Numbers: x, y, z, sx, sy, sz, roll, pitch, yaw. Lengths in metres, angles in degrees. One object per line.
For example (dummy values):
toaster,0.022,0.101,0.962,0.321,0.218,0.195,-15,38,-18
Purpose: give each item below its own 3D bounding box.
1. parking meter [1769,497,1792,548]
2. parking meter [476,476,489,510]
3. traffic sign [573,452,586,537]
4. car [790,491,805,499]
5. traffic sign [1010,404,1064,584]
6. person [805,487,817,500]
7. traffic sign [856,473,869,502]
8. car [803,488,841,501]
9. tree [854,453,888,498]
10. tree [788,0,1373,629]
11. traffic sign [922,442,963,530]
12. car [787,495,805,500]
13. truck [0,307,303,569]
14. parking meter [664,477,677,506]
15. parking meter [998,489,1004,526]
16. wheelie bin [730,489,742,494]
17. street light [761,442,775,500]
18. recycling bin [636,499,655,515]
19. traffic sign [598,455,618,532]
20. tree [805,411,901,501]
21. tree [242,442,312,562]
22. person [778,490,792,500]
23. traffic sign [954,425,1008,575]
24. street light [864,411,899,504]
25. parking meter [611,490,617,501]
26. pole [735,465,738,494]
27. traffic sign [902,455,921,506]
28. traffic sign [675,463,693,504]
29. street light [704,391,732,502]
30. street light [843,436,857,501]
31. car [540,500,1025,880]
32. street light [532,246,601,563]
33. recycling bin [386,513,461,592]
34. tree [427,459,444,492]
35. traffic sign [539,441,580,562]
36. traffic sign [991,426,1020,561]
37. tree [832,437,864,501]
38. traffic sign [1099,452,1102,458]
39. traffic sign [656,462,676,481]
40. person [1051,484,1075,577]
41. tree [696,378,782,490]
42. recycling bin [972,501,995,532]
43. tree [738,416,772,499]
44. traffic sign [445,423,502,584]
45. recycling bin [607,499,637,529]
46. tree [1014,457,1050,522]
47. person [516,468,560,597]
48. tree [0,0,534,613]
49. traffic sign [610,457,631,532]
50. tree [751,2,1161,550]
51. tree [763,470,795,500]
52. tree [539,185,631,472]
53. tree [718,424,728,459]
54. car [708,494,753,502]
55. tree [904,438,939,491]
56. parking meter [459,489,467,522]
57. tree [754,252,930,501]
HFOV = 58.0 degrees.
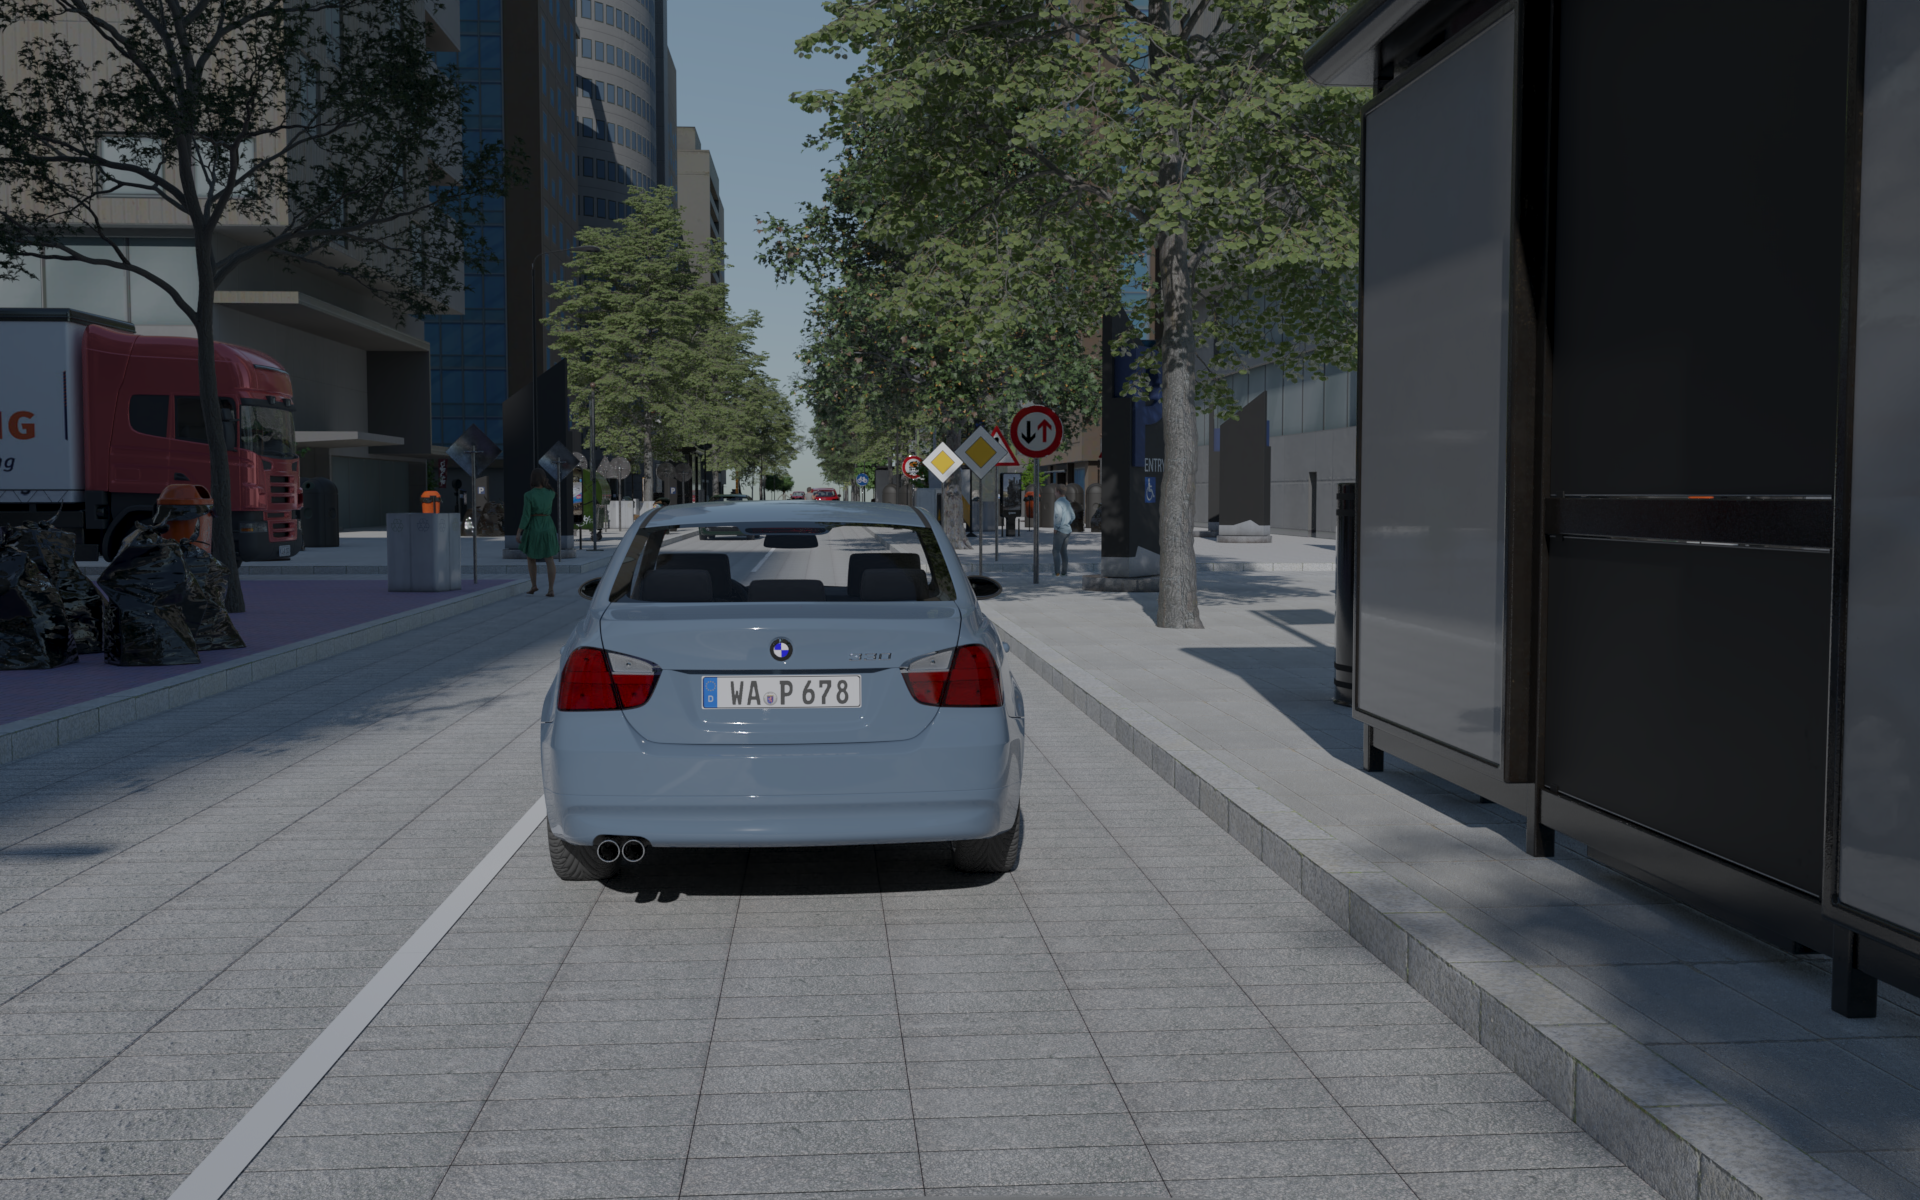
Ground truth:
parking meter,18.511,-2.041,39.076,0.399,1.863,0.255,3,5,43
parking meter,-15.355,-3.057,55.689,0.399,1.863,0.255,0,4,5
traffic sign,-11.625,-3.190,52.269,0.768,2.556,0.104,0,4,-4
car,-20.810,-13.153,223.717,2.281,1.827,5.304,0,4,-6
traffic sign,1.090,-1.506,24.724,0.768,2.556,0.104,0,4,3
person,-7.155,-4.589,83.895,0.716,1.782,0.532,2,4,28
traffic sign,-6.018,-6.530,106.866,0.768,2.556,0.104,0,4,2
car,-8.203,-5.795,103.419,2.281,1.827,5.304,0,4,-7
tree,-6.639,-9.105,132.577,4.285,4.588,4.351,0,3,0
tree,1.800,-5.988,16.037,7.486,12.596,7.792,0,3,0
traffic sign,-0.333,-1.808,33.206,0.795,2.450,0.064,0,4,-5
car,-16.370,-9.848,173.594,1.945,1.354,3.894,0,4,-4
truck,-15.689,-2.340,27.167,11.283,4.237,2.839,0,4,-3
parking meter,-9.845,-3.259,58.997,0.255,1.863,0.399,3,5,41
parking meter,1.589,-3.721,69.250,0.372,1.533,0.369,0,3,0
wheelie bin,-13.782,-6.044,106.732,0.980,1.594,0.693,2,4,30
street light,-17.145,-11.131,154.529,1.470,5.913,1.316,0,4,-5
recycling bin,-10.895,-2.994,61.513,0.722,1.027,0.722,-3,5,-43
traffic sign,-11.913,-3.559,58.186,0.884,2.594,0.081,0,4,3
tree,-12.244,-17.805,197.764,9.857,13.997,8.962,0,3,0
tree,-13.546,-2.372,33.377,1.663,3.219,1.824,0,3,0
person,-13.687,-7.697,135.126,1.217,1.735,0.721,1,4,15
traffic sign,0.300,-1.321,25.246,0.795,2.450,0.064,0,4,-5
street light,-2.794,-5.491,62.314,1.470,5.913,1.316,0,4,-5
parking meter,-20.179,-5.657,100.909,0.372,1.533,0.369,0,3,0
pole,-12.853,-6.481,99.812,0.158,3.312,0.155,0,3,0
traffic sign,-1.539,-3.497,57.284,0.768,2.556,0.104,0,4,-4
traffic sign,-11.408,-4.362,71.424,0.768,2.556,0.104,0,4,-1
street light,-10.962,-6.463,78.208,1.470,5.913,1.316,0,4,-5
street light,-6.497,-8.281,107.928,1.470,5.913,1.316,0,4,-5
car,-0.758,0.259,7.775,2.014,1.417,4.499,0,4,-5
street light,-7.416,-3.666,32.483,1.470,5.913,1.316,0,4,-5
recycling bin,-7.105,-0.637,22.969,0.722,1.027,0.722,1,4,11
tree,-24.054,-5.115,78.230,1.663,3.219,1.824,0,3,0
traffic sign,-7.556,-1.774,32.655,0.795,2.450,0.064,0,4,-5
traffic sign,0.699,-2.019,33.012,0.884,2.594,0.081,0,4,3
tree,-10.529,-13.670,173.869,4.737,8.622,4.395,0,3,0
traffic sign,2.483,-1.565,25.598,0.884,2.594,0.081,0,4,-1
traffic sign,-11.761,-4.233,69.322,0.768,2.556,0.104,0,4,-1
person,1.690,-1.138,28.925,0.330,1.601,0.589,3,5,40
tree,-16.857,-11.995,130.537,7.601,10.594,8.767,1,4,10
recycling bin,0.789,-2.873,59.520,0.722,1.027,0.722,2,4,30
tree,-18.276,-12.249,150.626,4.360,8.622,3.978,0,3,0
traffic sign,-6.923,-1.288,24.695,0.795,2.450,0.064,0,4,-5
recycling bin,-12.504,-3.132,63.754,0.722,1.027,0.722,-3,5,-41
tree,3.243,-5.221,79.967,1.663,3.219,1.824,0,3,0
person,-5.877,-0.946,24.217,0.600,1.795,0.529,-3,5,-45
tree,-8.236,-5.135,18.372,7.601,10.594,8.767,-1,4,-20
traffic sign,-11.634,-3.616,59.227,0.768,2.556,0.104,0,4,4
tree,-0.106,-7.515,39.873,9.611,12.733,9.660,0,3,0
tree,-26.667,-17.115,263.541,4.285,4.588,4.351,0,3,0
tree,-11.508,-8.898,63.602,7.486,12.596,7.792,0,3,0
tree,-20.690,-16.646,182.535,12.009,13.543,11.850,0,3,0
car,-7.308,-2.769,55.065,2.009,1.686,4.222,0,4,-3
tree,-0.792,-3.610,53.627,1.663,3.219,1.824,0,3,0
parking meter,-22.934,-4.374,79.918,0.372,1.533,0.369,0,3,0
tree,-3.392,-10.692,85.187,12.009,13.543,11.850,0,3,0
